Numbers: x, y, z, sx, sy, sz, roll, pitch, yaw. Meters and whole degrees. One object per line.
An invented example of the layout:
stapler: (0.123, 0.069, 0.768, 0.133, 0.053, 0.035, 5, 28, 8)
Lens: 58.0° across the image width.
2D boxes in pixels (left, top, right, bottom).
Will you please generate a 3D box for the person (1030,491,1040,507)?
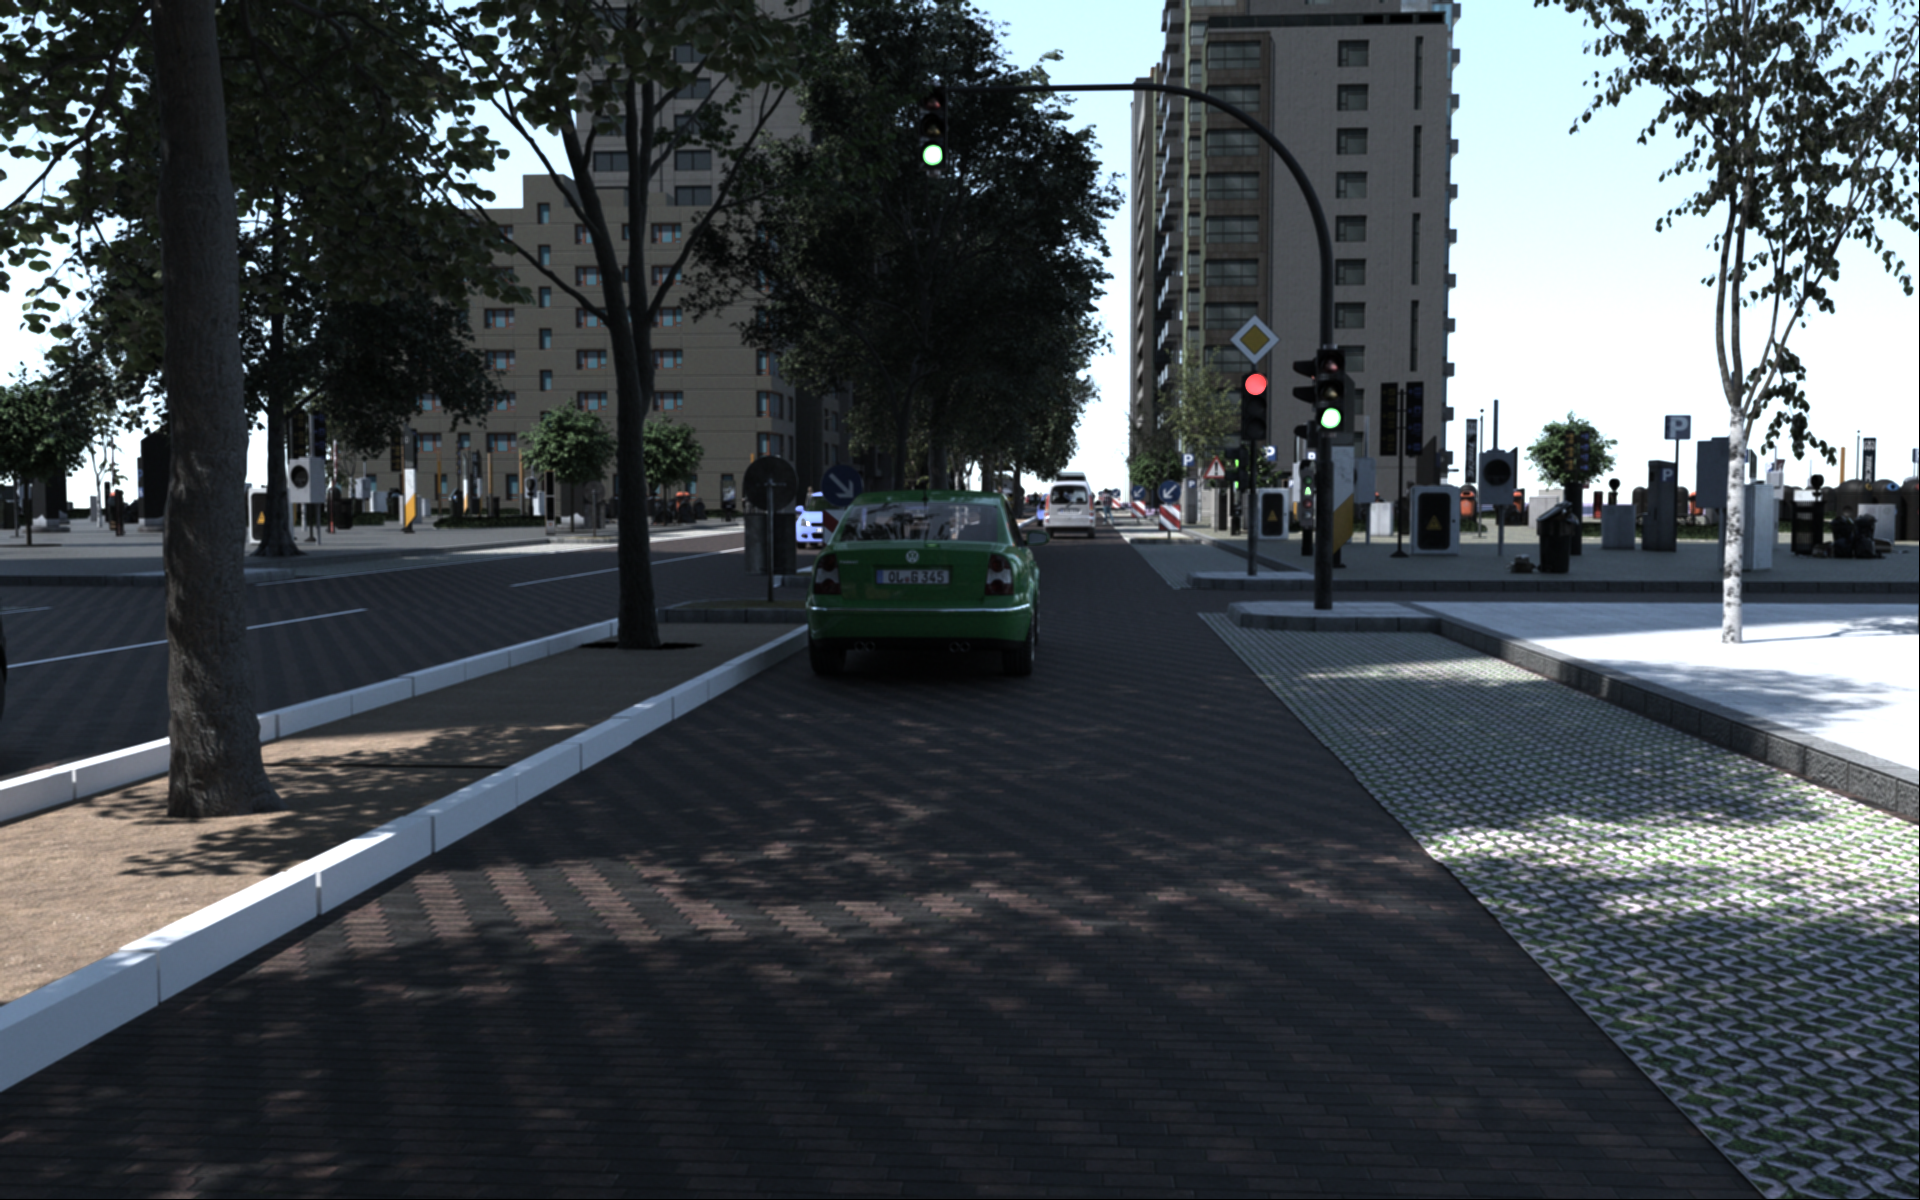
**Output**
person: (8.382, -11.265, 192.698, 1.348, 1.821, 0.705, -2, 4, -31)

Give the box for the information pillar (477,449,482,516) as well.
information pillar: (-25.068, -6.057, 90.382, 0.183, 3.616, 0.504, 0, 4, 2)

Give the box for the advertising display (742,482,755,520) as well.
advertising display: (-10.415, -4.908, 85.463, 0.123, 1.923, 0.974, 2, 4, 27)

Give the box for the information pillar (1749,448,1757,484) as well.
information pillar: (40.751, -5.975, 89.049, 0.504, 3.616, 0.183, -2, 4, -27)

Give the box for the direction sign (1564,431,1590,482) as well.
direction sign: (22.012, -4.273, 61.861, 0.876, 3.537, 0.379, 0, 3, 0)

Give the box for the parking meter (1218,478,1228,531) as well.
parking meter: (9.262, -3.384, 61.042, 0.255, 1.863, 0.399, 0, 4, -5)

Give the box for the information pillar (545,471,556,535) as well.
information pillar: (-12.805, -3.035, 54.118, 0.304, 2.012, 0.304, -1, 4, -14)

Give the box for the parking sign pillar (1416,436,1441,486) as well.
parking sign pillar: (21.912, -5.663, 81.059, 1.447, 3.967, 1.447, -1, 4, -22)

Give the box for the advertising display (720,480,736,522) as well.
advertising display: (-10.744, -4.590, 80.260, 0.123, 1.923, 0.974, 2, 4, 31)

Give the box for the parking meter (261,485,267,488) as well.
parking meter: (-42.204, -6.080, 105.113, 0.399, 1.863, 0.255, -1, 4, -21)

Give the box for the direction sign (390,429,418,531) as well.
direction sign: (-19.234, -4.157, 59.967, 0.876, 3.537, 0.379, -1, 4, -19)

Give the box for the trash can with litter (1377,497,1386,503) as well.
trash can with litter: (14.874, -2.961, 59.800, 1.055, 1.170, 0.624, 0, 4, 7)

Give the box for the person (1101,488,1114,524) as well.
person: (7.040, -4.491, 82.760, 0.563, 1.720, 0.643, -3, 4, -37)

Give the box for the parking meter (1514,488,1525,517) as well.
parking meter: (23.738, -3.975, 73.406, 0.372, 1.533, 0.369, 0, 3, 0)

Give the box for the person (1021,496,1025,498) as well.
person: (7.971, -12.662, 218.706, 0.628, 1.438, 0.799, -3, 5, -43)

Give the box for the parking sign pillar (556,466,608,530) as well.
parking sign pillar: (-13.935, -4.550, 62.871, 1.447, 3.967, 1.447, 3, 4, 39)

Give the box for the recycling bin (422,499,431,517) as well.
recycling bin: (-29.996, -5.142, 96.632, 0.722, 1.027, 0.722, 1, 4, 10)

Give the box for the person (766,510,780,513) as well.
person: (-5.304, -2.490, 49.392, 0.537, 1.800, 0.526, -1, 4, -21)

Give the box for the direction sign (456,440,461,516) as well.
direction sign: (-21.162, -4.962, 73.121, 0.379, 3.537, 0.876, -2, 4, -25)

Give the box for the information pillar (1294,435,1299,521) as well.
information pillar: (12.089, -4.338, 62.284, 0.183, 3.616, 0.504, 1, 4, 18)

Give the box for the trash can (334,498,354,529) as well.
trash can: (-22.541, -3.161, 63.329, 0.748, 1.137, 0.748, 0, 3, 0)

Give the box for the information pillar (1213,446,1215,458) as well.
information pillar: (12.464, -5.739, 85.184, 0.183, 3.616, 0.504, 0, 4, 3)

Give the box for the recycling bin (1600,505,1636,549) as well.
recycling bin: (15.464, -1.722, 40.706, 0.722, 1.027, 0.722, 1, 4, 17)

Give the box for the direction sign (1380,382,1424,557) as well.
direction sign: (8.948, -2.640, 35.157, 0.876, 3.537, 0.379, 2, 4, 34)

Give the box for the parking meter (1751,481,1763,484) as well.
parking meter: (14.934, -1.486, 32.706, 0.372, 1.533, 0.369, 0, 3, 0)

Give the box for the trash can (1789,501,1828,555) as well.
trash can: (17.812, -1.513, 36.395, 0.748, 1.137, 0.748, 0, 3, 0)

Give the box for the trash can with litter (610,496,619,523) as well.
trash can with litter: (-15.665, -4.014, 76.688, 2.233, 1.210, 1.678, -3, 5, -40)

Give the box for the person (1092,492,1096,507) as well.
person: (14.816, -11.231, 193.050, 0.530, 1.710, 0.541, -2, 4, -29)

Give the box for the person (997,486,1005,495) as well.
person: (1.929, -4.595, 83.638, 0.555, 1.821, 0.388, -1, 4, -16)

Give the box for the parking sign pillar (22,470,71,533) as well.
parking sign pillar: (-30.658, -4.252, 57.993, 1.447, 3.967, 1.447, 3, 5, 44)

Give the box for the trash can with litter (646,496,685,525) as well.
trash can with litter: (-12.565, -3.743, 72.248, 2.233, 1.210, 1.678, -1, 4, -16)

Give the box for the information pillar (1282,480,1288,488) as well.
information pillar: (16.563, -5.122, 88.243, 0.304, 2.012, 0.304, 0, 4, 1)

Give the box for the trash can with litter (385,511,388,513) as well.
trash can with litter: (-31.500, -5.174, 95.986, 1.055, 1.170, 0.624, -3, 5, -39)

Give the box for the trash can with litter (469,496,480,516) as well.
trash can with litter: (-23.092, -4.299, 81.344, 2.233, 1.210, 1.678, 1, 4, 14)

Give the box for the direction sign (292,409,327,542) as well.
direction sign: (-17.480, -3.338, 46.579, 0.876, 3.537, 0.379, -3, 4, -36)

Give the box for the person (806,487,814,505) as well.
person: (-7.534, -4.860, 88.137, 0.709, 1.800, 0.728, 3, 5, 40)

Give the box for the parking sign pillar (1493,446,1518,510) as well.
parking sign pillar: (30.728, -6.674, 97.588, 1.447, 3.967, 1.447, -1, 4, -18)

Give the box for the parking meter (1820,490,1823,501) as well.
parking meter: (44.131, -4.933, 89.066, 0.372, 1.533, 0.369, 0, 3, 0)

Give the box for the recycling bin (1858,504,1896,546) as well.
recycling bin: (22.837, -1.873, 43.173, 0.722, 1.027, 0.722, 1, 4, 17)

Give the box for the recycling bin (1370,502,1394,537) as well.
recycling bin: (12.713, -2.435, 52.371, 0.722, 1.027, 0.722, 1, 4, 20)

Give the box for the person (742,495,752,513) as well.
person: (-9.270, -4.109, 75.492, 0.447, 1.846, 0.655, 0, 4, -3)

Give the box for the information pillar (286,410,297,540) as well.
information pillar: (-18.769, -3.502, 48.615, 0.183, 3.616, 0.504, 0, 4, -4)

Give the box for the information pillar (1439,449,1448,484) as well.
information pillar: (24.804, -5.971, 88.980, 0.504, 3.616, 0.183, 0, 4, -1)

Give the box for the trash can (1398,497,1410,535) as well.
trash can: (14.107, -2.615, 54.412, 0.748, 1.137, 0.748, 0, 3, 0)

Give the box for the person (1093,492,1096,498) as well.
person: (17.410, -13.355, 227.376, 1.217, 1.766, 0.721, -3, 5, -44)

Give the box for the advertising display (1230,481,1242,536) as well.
advertising display: (8.553, -2.965, 53.684, 0.123, 1.923, 0.974, 2, 4, 25)

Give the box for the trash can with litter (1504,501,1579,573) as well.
trash can with litter: (9.462, -1.028, 28.196, 1.055, 1.170, 0.624, 0, 4, 2)

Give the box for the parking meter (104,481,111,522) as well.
parking meter: (-39.053, -4.505, 79.366, 0.255, 1.863, 0.399, -2, 4, -26)

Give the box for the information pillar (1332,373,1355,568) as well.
information pillar: (6.605, -2.368, 30.080, 0.504, 3.616, 0.183, -1, 4, -20)

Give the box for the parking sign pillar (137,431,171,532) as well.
parking sign pillar: (-27.341, -4.320, 59.106, 1.447, 3.967, 1.447, 3, 4, 38)

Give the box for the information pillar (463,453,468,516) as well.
information pillar: (-28.230, -6.578, 98.909, 0.183, 3.616, 0.504, -3, 4, -37)

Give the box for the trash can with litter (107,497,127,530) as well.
trash can with litter: (-30.174, -3.097, 62.023, 0.624, 1.170, 1.055, -2, 4, -26)

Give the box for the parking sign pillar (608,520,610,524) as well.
parking sign pillar: (-15.777, -5.252, 74.336, 1.447, 3.967, 1.447, 0, 4, 4)

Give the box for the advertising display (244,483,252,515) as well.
advertising display: (-40.776, -5.743, 99.112, 0.123, 1.923, 0.974, 0, 4, 5)

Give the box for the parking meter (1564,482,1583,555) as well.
parking meter: (12.917, -1.718, 36.498, 0.372, 1.533, 0.369, 0, 3, 0)

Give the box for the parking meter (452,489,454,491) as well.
parking meter: (-26.402, -5.038, 90.779, 0.372, 1.533, 0.369, 0, 3, 0)

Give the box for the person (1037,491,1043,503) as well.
person: (9.134, -11.473, 196.798, 1.217, 1.736, 0.721, 2, 4, 28)

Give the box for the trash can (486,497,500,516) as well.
trash can: (-23.856, -4.702, 88.539, 0.748, 1.137, 0.748, 0, 3, 0)

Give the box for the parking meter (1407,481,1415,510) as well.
parking meter: (19.753, -4.295, 75.936, 0.255, 1.863, 0.399, 0, 4, -4)
